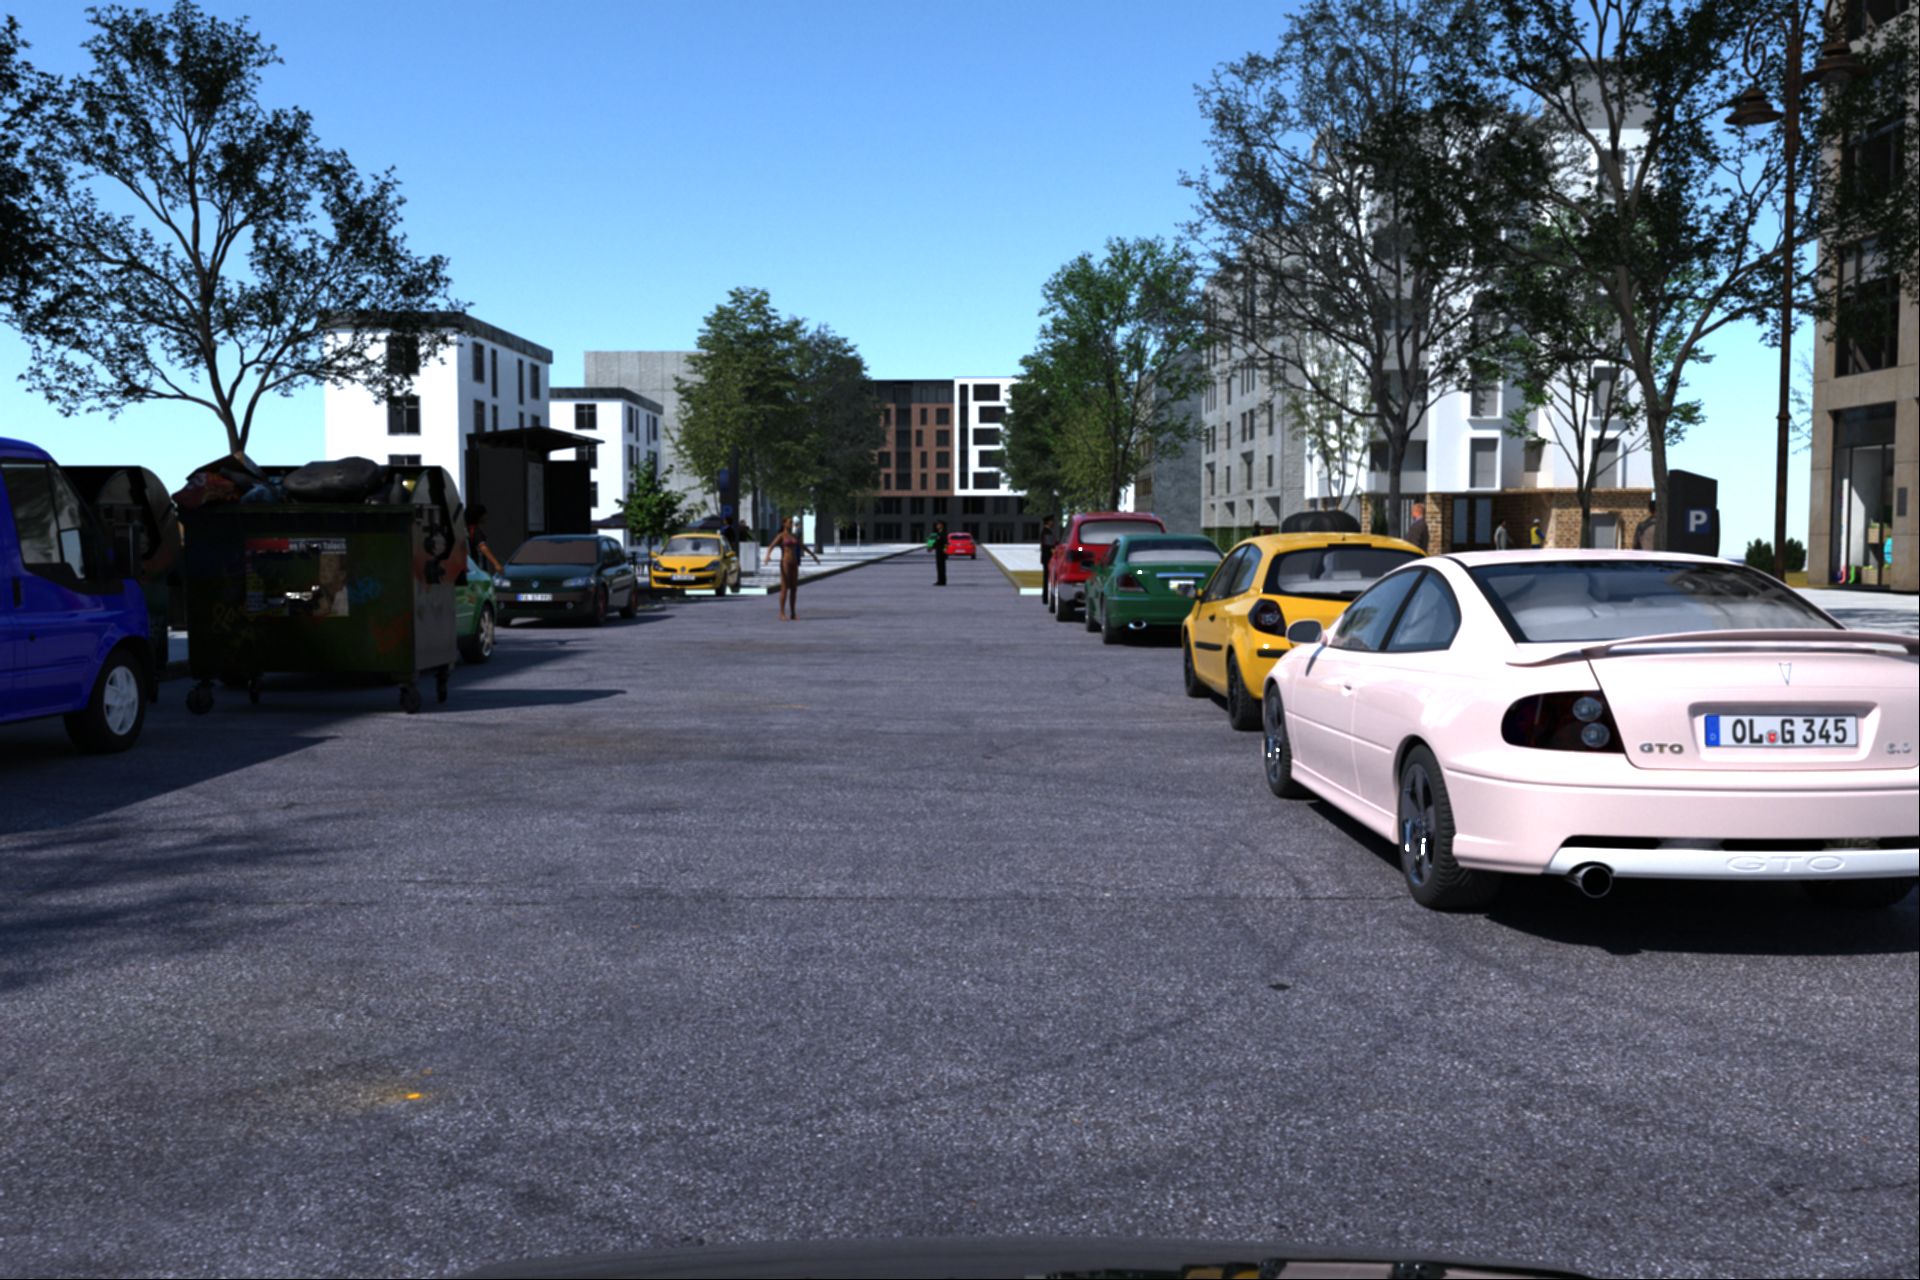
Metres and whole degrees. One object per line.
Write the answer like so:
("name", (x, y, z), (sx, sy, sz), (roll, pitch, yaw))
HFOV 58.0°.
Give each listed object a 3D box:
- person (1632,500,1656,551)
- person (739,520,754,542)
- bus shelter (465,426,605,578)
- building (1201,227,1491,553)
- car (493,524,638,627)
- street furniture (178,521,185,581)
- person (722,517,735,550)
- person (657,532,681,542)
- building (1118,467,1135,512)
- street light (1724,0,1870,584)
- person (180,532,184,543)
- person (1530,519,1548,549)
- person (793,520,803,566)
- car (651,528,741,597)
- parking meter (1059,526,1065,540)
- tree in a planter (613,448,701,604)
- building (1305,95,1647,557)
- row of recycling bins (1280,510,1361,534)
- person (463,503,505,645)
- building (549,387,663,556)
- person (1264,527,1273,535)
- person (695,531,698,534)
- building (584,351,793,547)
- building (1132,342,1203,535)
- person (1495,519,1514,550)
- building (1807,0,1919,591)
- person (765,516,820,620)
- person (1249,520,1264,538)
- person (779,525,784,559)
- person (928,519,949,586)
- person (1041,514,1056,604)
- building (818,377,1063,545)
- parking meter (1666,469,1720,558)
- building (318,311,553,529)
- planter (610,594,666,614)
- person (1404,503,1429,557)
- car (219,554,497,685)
("person", (9.827, -1.075, 24.154), (0.750, 1.759, 0.617), (0, 4, -4))
("person", (-8.113, -3.595, 64.919), (0.704, 1.812, 1.346), (2, 4, 24))
("bus shelter", (-9.884, -3.027, 40.770), (1.731, 3.624, 6.357), (0, 4, 1))
("building", (25.688, -14.803, 108.484), (16.747, 18.905, 31.486), (0, 4, 0))
("car", (-6.384, -1.119, 28.075), (2.009, 1.686, 4.222), (0, 4, 0))
("street furniture", (-21.407, -2.596, 49.293), (9.812, 1.723, 11.010), (0, 4, -4))
("person", (-6.292, -2.426, 46.387), (0.721, 1.740, 1.216), (1, 4, 15))
("person", (-12.690, -4.287, 76.218), (1.348, 1.813, 0.705), (-2, 4, -35))
("building", (24.851, -16.419, 210.603), (9.099, 9.664, 28.070), (0, 3, 0))
("street light", (6.741, -2.529, 14.131), (0.468, 5.910, 1.993), (0, 4, 1))
("person", (-14.502, -1.547, 31.377), (1.344, 1.819, 0.704), (-1, 4, -12))
("person", (21.474, -3.576, 64.439), (0.705, 1.833, 1.349), (0, 4, -7))
("person", (-6.540, -3.877, 69.246), (0.705, 1.847, 1.347), (1, 4, 19))
("car", (-6.224, -1.875, 40.878), (2.015, 1.641, 3.980), (0, 3, 0))
("parking meter", (3.216, -2.723, 52.936), (0.372, 1.533, 0.369), (0, 3, 0))
("tree in a planter", (-6.508, -2.389, 36.276), (1.991, 3.239, 1.994), (0, 4, 0))
("building", (21.563, -13.744, 81.133), (16.016, 20.090, 11.380), (0, 4, 0))
("row of recycling bins", (6.436, -1.479, 31.294), (1.069, 1.692, 3.534), (0, 4, 0))
("person", (-6.195, -0.840, 22.337), (0.704, 1.843, 1.345), (-2, 4, -34))
("building", (-23.926, -10.463, 113.213), (9.099, 9.664, 28.070), (0, 4, -1))
("person", (6.674, -1.705, 37.089), (0.599, 1.438, 0.989), (1, 4, 14))
("person", (-12.152, -4.309, 79.721), (0.991, 1.433, 0.599), (0, 4, 5))
("building", (-27.757, -19.370, 183.150), (16.747, 18.905, 31.486), (0, 4, 0))
("building", (27.420, -20.838, 171.635), (19.493, 23.208, 18.063), (0, 3, 0))
("person", (19.149, -3.360, 61.118), (0.705, 1.806, 1.347), (3, 5, 43))
("building", (29.251, -13.423, 22.662), (19.351, 26.588, 34.151), (0, 4, 1))
("person", (-2.801, -1.198, 28.848), (0.721, 1.733, 1.217), (3, 5, 41))
("person", (12.435, -4.092, 72.686), (0.705, 1.856, 1.354), (3, 5, 42))
("person", (-5.658, -3.060, 56.254), (0.704, 1.802, 1.346), (1, 4, 10))
("person", (-0.555, -2.431, 48.132), (0.705, 1.837, 1.347), (-1, 4, -20))
("person", (1.837, -1.651, 35.389), (0.705, 1.837, 1.347), (0, 4, -3))
("building", (-2.399, -23.952, 238.044), (32.646, 21.610, 27.936), (0, 4, 2))
("parking meter", (6.647, -0.613, 15.731), (0.399, 1.863, 0.255), (0, 4, 0))
("building", (-23.172, -8.397, 79.438), (9.099, 9.664, 28.070), (0, 4, 1))
("planter", (-6.537, -0.671, 32.110), (1.991, 0.319, 1.994), (0, 4, 1))
("person", (7.073, -1.246, 26.967), (0.434, 1.755, 0.990), (1, 4, 23))
("car", (-6.144, -0.554, 17.859), (1.959, 1.807, 4.718), (0, 4, 0))
